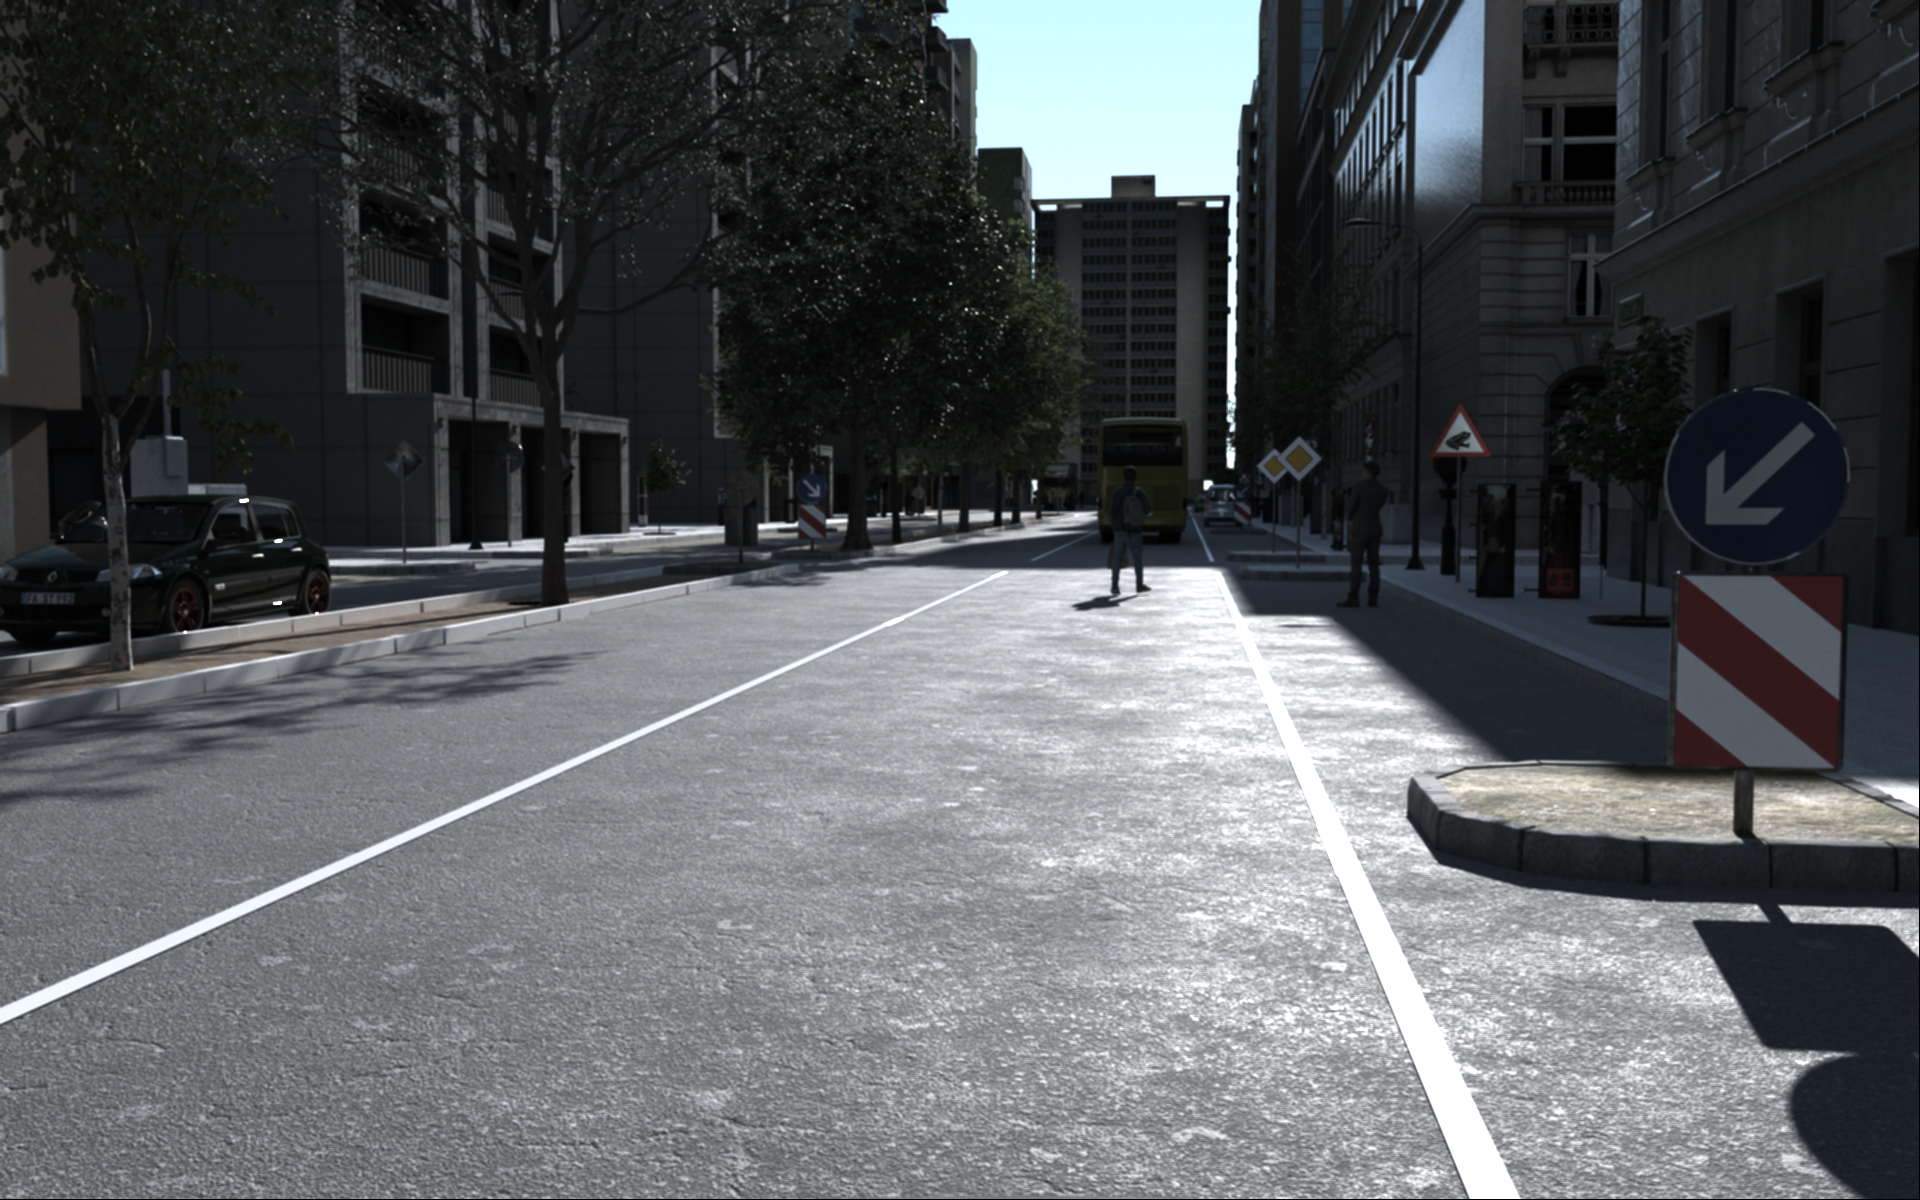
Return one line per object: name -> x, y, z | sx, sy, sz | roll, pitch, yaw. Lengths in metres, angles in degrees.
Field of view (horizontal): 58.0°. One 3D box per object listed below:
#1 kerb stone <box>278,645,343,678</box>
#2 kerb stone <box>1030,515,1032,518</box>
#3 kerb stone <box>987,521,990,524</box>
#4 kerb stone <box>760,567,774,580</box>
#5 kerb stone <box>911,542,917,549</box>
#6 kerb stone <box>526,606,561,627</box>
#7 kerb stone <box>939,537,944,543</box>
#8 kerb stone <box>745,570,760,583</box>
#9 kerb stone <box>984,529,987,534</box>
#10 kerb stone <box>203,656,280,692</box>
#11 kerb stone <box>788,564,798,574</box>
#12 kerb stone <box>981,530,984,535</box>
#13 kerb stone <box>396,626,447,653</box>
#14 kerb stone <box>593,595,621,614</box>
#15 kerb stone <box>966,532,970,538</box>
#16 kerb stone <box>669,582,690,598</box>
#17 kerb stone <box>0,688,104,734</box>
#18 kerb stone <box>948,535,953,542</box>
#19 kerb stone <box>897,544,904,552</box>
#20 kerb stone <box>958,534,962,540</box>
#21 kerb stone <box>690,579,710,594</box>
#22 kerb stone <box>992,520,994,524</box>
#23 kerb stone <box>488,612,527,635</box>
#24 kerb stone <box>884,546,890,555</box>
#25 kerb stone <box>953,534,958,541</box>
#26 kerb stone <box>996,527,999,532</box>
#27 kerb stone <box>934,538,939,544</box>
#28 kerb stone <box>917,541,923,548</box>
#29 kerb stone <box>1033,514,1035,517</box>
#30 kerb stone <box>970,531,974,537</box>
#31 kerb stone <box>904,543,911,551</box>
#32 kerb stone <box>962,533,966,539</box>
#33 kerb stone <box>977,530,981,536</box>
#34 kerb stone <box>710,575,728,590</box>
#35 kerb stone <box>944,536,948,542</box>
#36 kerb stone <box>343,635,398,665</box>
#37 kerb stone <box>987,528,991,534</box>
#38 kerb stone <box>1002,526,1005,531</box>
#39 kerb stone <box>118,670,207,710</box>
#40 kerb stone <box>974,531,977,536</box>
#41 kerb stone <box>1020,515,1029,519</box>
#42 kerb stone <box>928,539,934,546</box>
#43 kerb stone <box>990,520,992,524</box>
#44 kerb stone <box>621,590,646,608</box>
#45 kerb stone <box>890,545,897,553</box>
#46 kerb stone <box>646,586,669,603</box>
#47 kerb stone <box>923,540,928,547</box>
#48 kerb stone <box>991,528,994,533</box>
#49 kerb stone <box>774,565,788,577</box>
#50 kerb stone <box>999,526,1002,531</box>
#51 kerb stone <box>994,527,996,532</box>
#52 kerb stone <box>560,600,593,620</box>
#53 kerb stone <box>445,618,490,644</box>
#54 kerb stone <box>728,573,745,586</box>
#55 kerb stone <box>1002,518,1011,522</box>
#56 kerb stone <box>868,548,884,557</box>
kerb stone -> -5.305, 0.501, 14.003 | 0.120, 0.150, 1.000 | 0, 4, 7
kerb stone -> 4.026, -4.958, 103.279 | 0.120, 0.150, 1.000 | 0, 4, 7
kerb stone -> 1.159, -3.593, 80.934 | 0.120, 0.150, 1.000 | 0, 4, 7
kerb stone -> -3.354, -0.429, 29.274 | 0.120, 0.150, 1.000 | 0, 4, 7
kerb stone -> -1.325, -1.399, 45.068 | 0.120, 0.150, 1.000 | 0, 4, 7
kerb stone -> -4.659, 0.190, 19.092 | 0.120, 0.150, 1.000 | 0, 4, 7
kerb stone -> -0.674, -1.707, 50.153 | 0.120, 0.150, 1.000 | 0, 4, 7
kerb stone -> -3.485, -0.366, 28.257 | 0.120, 0.150, 1.000 | 0, 4, 7
kerb stone -> 0.761, -2.392, 61.362 | 0.120, 0.150, 1.000 | 0, 4, 7
kerb stone -> -5.433, 0.563, 12.988 | 0.120, 0.150, 1.000 | 0, 4, 7
kerb stone -> -3.089, -0.557, 31.306 | 0.120, 0.150, 1.000 | 0, 4, 7
kerb stone -> 0.637, -2.333, 60.341 | 0.120, 0.150, 1.000 | 0, 4, 7
kerb stone -> -5.046, 0.377, 16.033 | 0.120, 0.150, 1.000 | 0, 4, 7
kerb stone -> -4.389, 0.065, 21.138 | 0.120, 0.150, 1.000 | 0, 4, 7
kerb stone -> 0.112, -2.084, 56.269 | 0.120, 0.150, 1.000 | 0, 4, 7
kerb stone -> -4.010, -0.122, 24.192 | 0.120, 0.150, 1.000 | 0, 4, 7
kerb stone -> -5.695, 0.687, 10.961 | 0.120, 0.150, 1.000 | 0, 4, 7
kerb stone -> -0.414, -1.835, 52.194 | 0.120, 0.150, 1.000 | 0, 4, 7
kerb stone -> -1.588, -1.269, 43.033 | 0.120, 0.150, 1.000 | 0, 4, 7
kerb stone -> -0.145, -1.960, 54.236 | 0.120, 0.150, 1.000 | 0, 4, 7
kerb stone -> -3.870, -0.184, 25.206 | 0.120, 0.150, 1.000 | 0, 4, 7
kerb stone -> 1.411, -3.715, 82.967 | 0.120, 0.150, 1.000 | 0, 4, 7
kerb stone -> -4.793, 0.253, 18.072 | 0.120, 0.150, 1.000 | 0, 4, 7
kerb stone -> -1.851, -1.149, 40.989 | 0.120, 0.150, 1.000 | 0, 4, 7
kerb stone -> -0.273, -1.898, 53.222 | 0.120, 0.150, 1.000 | 0, 4, 7
kerb stone -> 1.284, -2.642, 65.420 | 0.120, 0.150, 1.000 | 0, 4, 7
kerb stone -> -0.803, -1.648, 49.134 | 0.120, 0.150, 1.000 | 0, 4, 7
kerb stone -> -1.192, -1.452, 46.082 | 0.120, 0.150, 1.000 | 0, 4, 7
kerb stone -> 4.288, -5.080, 105.316 | 0.120, 0.150, 1.000 | 0, 4, 7
kerb stone -> 0.248, -2.143, 57.287 | 0.120, 0.150, 1.000 | 0, 4, 7
kerb stone -> -1.456, -1.335, 44.049 | 0.120, 0.150, 1.000 | 0, 4, 7
kerb stone -> -0.011, -2.022, 55.252 | 0.120, 0.150, 1.000 | 0, 4, 7
kerb stone -> 0.501, -2.271, 59.321 | 0.120, 0.150, 1.000 | 0, 4, 7
kerb stone -> -3.738, -0.244, 26.224 | 0.120, 0.150, 1.000 | 0, 4, 7
kerb stone -> -0.545, -1.772, 51.167 | 0.120, 0.150, 1.000 | 0, 4, 7
kerb stone -> -5.182, 0.443, 15.020 | 0.120, 0.150, 1.000 | 0, 4, 7
kerb stone -> 0.895, -2.450, 62.376 | 0.120, 0.150, 1.000 | 0, 4, 7
kerb stone -> 1.551, -2.768, 67.447 | 0.120, 0.150, 1.000 | 0, 4, 7
kerb stone -> -5.563, 0.625, 11.974 | 0.120, 0.150, 1.000 | 0, 4, 7
kerb stone -> 0.366, -2.208, 58.303 | 0.120, 0.150, 1.000 | 0, 4, 7
kerb stone -> 3.770, -4.835, 101.244 | 0.120, 0.150, 1.000 | 0, 4, 7
kerb stone -> -0.936, -1.585, 48.114 | 0.120, 0.150, 1.000 | 0, 4, 7
kerb stone -> 1.291, -3.653, 81.948 | 0.120, 0.150, 1.000 | 0, 4, 7
kerb stone -> -4.264, 0.005, 22.152 | 0.120, 0.150, 1.000 | 0, 4, 7
kerb stone -> -1.718, -1.212, 42.005 | 0.120, 0.150, 1.000 | 0, 4, 7
kerb stone -> -4.135, -0.060, 23.171 | 0.120, 0.150, 1.000 | 0, 4, 7
kerb stone -> -1.061, -1.521, 47.095 | 0.120, 0.150, 1.000 | 0, 4, 7
kerb stone -> 1.023, -2.520, 63.392 | 0.120, 0.150, 1.000 | 0, 4, 7
kerb stone -> -3.217, -0.495, 30.292 | 0.120, 0.150, 1.000 | 0, 4, 7
kerb stone -> 1.417, -2.706, 66.434 | 0.120, 0.150, 1.000 | 0, 4, 7
kerb stone -> 1.150, -2.580, 64.407 | 0.120, 0.150, 1.000 | 0, 4, 7
kerb stone -> -4.519, 0.128, 20.108 | 0.120, 0.150, 1.000 | 0, 4, 7
kerb stone -> -4.908, 0.315, 17.048 | 0.120, 0.150, 1.000 | 0, 4, 7
kerb stone -> -3.607, -0.309, 27.242 | 0.120, 0.150, 1.000 | 0, 4, 7
kerb stone -> 2.467, -4.214, 91.102 | 0.120, 0.150, 1.000 | 0, 4, 7
kerb stone -> -1.967, -1.087, 39.972 | 0.120, 0.150, 1.000 | 0, 4, 7
